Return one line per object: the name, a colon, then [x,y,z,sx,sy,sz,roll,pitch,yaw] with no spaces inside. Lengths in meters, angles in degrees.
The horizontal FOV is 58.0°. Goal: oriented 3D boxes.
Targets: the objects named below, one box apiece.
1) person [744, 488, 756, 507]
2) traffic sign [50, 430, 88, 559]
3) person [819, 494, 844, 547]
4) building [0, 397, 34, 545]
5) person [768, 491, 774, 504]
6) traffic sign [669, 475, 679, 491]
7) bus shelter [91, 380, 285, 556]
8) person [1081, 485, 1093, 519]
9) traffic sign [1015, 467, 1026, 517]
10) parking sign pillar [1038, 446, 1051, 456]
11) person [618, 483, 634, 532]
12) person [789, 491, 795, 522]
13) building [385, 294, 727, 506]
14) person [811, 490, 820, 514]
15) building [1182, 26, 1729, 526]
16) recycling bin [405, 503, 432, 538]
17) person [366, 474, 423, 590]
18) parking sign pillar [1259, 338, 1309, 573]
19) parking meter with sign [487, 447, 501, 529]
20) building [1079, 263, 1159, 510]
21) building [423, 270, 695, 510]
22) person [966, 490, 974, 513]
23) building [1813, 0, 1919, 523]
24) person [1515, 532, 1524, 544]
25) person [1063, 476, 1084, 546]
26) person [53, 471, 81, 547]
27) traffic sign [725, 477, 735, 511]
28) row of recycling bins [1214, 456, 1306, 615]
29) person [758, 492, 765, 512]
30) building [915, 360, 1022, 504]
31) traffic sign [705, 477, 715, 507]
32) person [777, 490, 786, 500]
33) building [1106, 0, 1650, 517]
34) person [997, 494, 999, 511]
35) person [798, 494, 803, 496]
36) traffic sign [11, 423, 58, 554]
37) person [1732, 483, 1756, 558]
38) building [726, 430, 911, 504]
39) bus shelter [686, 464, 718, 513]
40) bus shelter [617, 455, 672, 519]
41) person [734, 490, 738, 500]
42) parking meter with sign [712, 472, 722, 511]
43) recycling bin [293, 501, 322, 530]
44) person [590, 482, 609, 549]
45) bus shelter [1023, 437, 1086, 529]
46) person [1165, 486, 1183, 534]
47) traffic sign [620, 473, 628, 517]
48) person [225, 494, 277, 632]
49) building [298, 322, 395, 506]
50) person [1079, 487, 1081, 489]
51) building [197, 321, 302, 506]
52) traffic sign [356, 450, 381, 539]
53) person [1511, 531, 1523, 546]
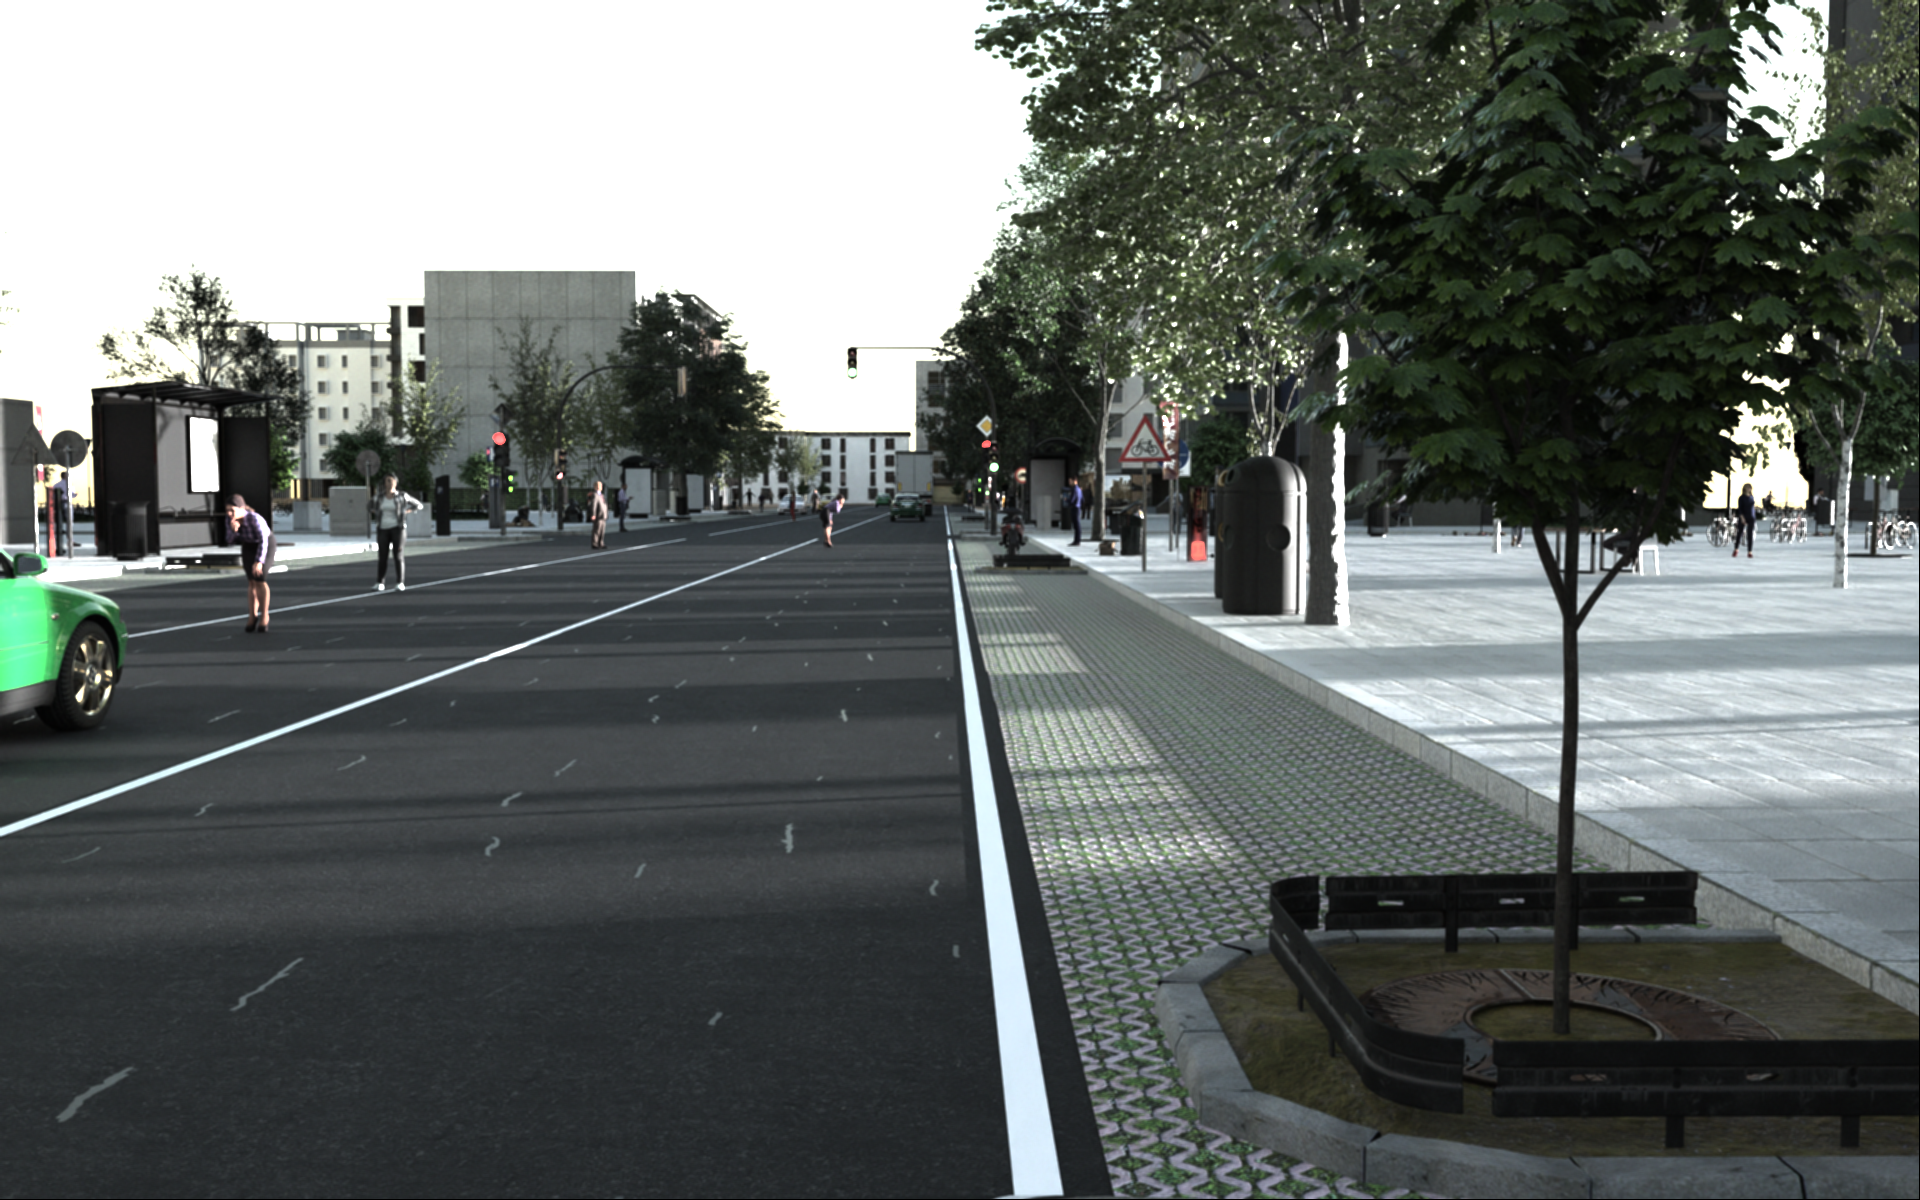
person: [-21.565,-10.513,177.560,1.348,1.869,0.705,1,4,17]
traffic sign: [-17.603,-2.086,34.213,0.768,2.556,0.104,0,4,4]
person: [-3.451,-2.134,46.620,0.697,1.427,0.421,-2,4,-27]
building: [-34.436,-36.380,33.064,20.611,71.187,20.563,0,4,-1]
person: [-23.787,-12.809,217.933,1.348,1.823,0.705,3,4,38]
traffic sign: [-18.950,-7.061,115.453,0.884,2.594,0.081,1,4,9]
bus shelter: [-17.110,-2.904,38.768,1.731,3.624,6.357,0,4,0]
person: [6.441,-4.975,88.076,0.565,1.739,0.600,-1,4,-20]
traffic sign: [2.970,-5.012,82.055,0.768,2.556,0.104,0,4,2]
parking sign pillar: [4.328,-6.435,93.680,1.447,3.967,1.447,-3,5,-39]
person: [-12.752,-3.536,66.183,0.599,1.838,0.709,-1,4,-11]
person: [-8.683,-4.857,89.612,0.444,1.614,0.593,2,4,27]
building: [-43.375,-21.204,190.662,32.646,21.610,27.936,0,4,-1]
person: [-10.644,-7.244,127.498,0.990,1.755,0.434,3,5,44]
building: [22.927,-23.987,84.062,23.993,40.220,32.217,0,4,-1]
recycling bin: [-15.952,-2.352,51.015,0.722,1.027,0.722,-1,4,-19]
person: [-8.498,-1.020,25.893,0.841,1.734,0.376,0,4,3]
parking sign pillar: [5.227,-2.451,28.547,1.447,3.967,1.447,0,4,1]
parking meter with sign: [-17.291,-4.166,64.376,0.543,3.016,1.738,-1,4,-17]
building: [18.168,-17.780,147.129,16.016,20.091,11.380,0,4,-1]
building: [-34.020,-17.507,152.696,16.747,18.905,31.486,0,4,-1]
person: [0.784,-7.323,128.684,0.683,1.767,0.568,0,4,6]
building: [57.093,-32.720,76.971,28.212,58.520,21.231,0,4,-1]
person: [14.242,-2.325,44.185,0.598,1.807,0.434,-3,5,-43]
person: [2.799,-2.216,42.977,0.504,1.737,0.576,1,4,8]
person: [-21.825,-2.229,42.360,0.709,1.838,0.599,0,4,4]
traffic sign: [-17.603,-8.092,132.410,0.768,2.556,0.104,0,4,8]
row of recycling bins: [3.473,-0.787,19.975,1.069,1.692,3.534,0,4,7]
person: [-15.482,-7.581,134.654,0.569,1.553,0.471,0,4,6]
building: [9.756,-22.652,236.816,31.486,18.905,16.747,0,4,-1]
traffic sign: [-18.580,-7.867,128.737,0.768,2.556,0.104,0,4,6]
person: [-17.679,-10.104,172.068,1.217,1.723,0.721,2,4,28]
building: [26.814,-26.189,120.073,32.217,40.220,23.993,0,4,-1]
person: [2.676,-7.479,129.259,0.436,1.711,0.756,1,4,9]
person: [-17.804,-11.439,192.944,0.709,1.838,0.599,-1,4,-9]
traffic sign: [-16.959,-1.941,31.741,0.884,2.594,0.081,0,4,3]
person: [15.928,-1.628,35.200,0.480,1.512,0.613,-2,4,-24]
building: [-20.657,-17.780,232.851,28.070,9.664,9.099,0,4,-1]
bus shelter: [-18.094,-7.698,119.780,2.014,3.302,5.546,0,4,0]
bus shelter: [-16.948,-6.077,93.289,2.014,3.302,5.546,0,4,-1]
person: [-22.364,-10.162,172.905,0.721,1.735,1.217,-1,4,-22]
parking meter with sign: [-18.550,-8.271,131.498,0.543,3.016,1.738,0,4,5]
recycling bin: [-23.184,-2.996,61.535,0.722,1.027,0.722,1,4,19]
person: [-9.449,-2.229,45.501,0.434,1.755,0.990,1,4,14]
bus shelter: [3.471,-4.323,64.601,2.014,3.302,5.546,0,4,-1]
person: [7.371,-3.044,58.996,0.376,1.734,0.841,-2,4,-32]
traffic sign: [-18.655,-5.920,96.896,0.768,2.556,0.104,0,4,7]
person: [-7.334,-0.377,17.901,0.421,1.427,0.697,1,4,8]
building: [-65.883,-20.800,196.500,11.380,20.091,16.016,0,4,-1]
person: [9.255,-7.739,132.715,0.789,1.805,0.875,0,4,-3]
building: [-77.259,-20.768,195.977,11.380,20.091,16.016,0,4,-1]
traffic sign: [-17.011,-3.037,49.764,0.768,2.556,0.104,1,4,9]
person: [13.687,-2.104,42.659,0.471,1.553,0.569,-2,4,-33]
